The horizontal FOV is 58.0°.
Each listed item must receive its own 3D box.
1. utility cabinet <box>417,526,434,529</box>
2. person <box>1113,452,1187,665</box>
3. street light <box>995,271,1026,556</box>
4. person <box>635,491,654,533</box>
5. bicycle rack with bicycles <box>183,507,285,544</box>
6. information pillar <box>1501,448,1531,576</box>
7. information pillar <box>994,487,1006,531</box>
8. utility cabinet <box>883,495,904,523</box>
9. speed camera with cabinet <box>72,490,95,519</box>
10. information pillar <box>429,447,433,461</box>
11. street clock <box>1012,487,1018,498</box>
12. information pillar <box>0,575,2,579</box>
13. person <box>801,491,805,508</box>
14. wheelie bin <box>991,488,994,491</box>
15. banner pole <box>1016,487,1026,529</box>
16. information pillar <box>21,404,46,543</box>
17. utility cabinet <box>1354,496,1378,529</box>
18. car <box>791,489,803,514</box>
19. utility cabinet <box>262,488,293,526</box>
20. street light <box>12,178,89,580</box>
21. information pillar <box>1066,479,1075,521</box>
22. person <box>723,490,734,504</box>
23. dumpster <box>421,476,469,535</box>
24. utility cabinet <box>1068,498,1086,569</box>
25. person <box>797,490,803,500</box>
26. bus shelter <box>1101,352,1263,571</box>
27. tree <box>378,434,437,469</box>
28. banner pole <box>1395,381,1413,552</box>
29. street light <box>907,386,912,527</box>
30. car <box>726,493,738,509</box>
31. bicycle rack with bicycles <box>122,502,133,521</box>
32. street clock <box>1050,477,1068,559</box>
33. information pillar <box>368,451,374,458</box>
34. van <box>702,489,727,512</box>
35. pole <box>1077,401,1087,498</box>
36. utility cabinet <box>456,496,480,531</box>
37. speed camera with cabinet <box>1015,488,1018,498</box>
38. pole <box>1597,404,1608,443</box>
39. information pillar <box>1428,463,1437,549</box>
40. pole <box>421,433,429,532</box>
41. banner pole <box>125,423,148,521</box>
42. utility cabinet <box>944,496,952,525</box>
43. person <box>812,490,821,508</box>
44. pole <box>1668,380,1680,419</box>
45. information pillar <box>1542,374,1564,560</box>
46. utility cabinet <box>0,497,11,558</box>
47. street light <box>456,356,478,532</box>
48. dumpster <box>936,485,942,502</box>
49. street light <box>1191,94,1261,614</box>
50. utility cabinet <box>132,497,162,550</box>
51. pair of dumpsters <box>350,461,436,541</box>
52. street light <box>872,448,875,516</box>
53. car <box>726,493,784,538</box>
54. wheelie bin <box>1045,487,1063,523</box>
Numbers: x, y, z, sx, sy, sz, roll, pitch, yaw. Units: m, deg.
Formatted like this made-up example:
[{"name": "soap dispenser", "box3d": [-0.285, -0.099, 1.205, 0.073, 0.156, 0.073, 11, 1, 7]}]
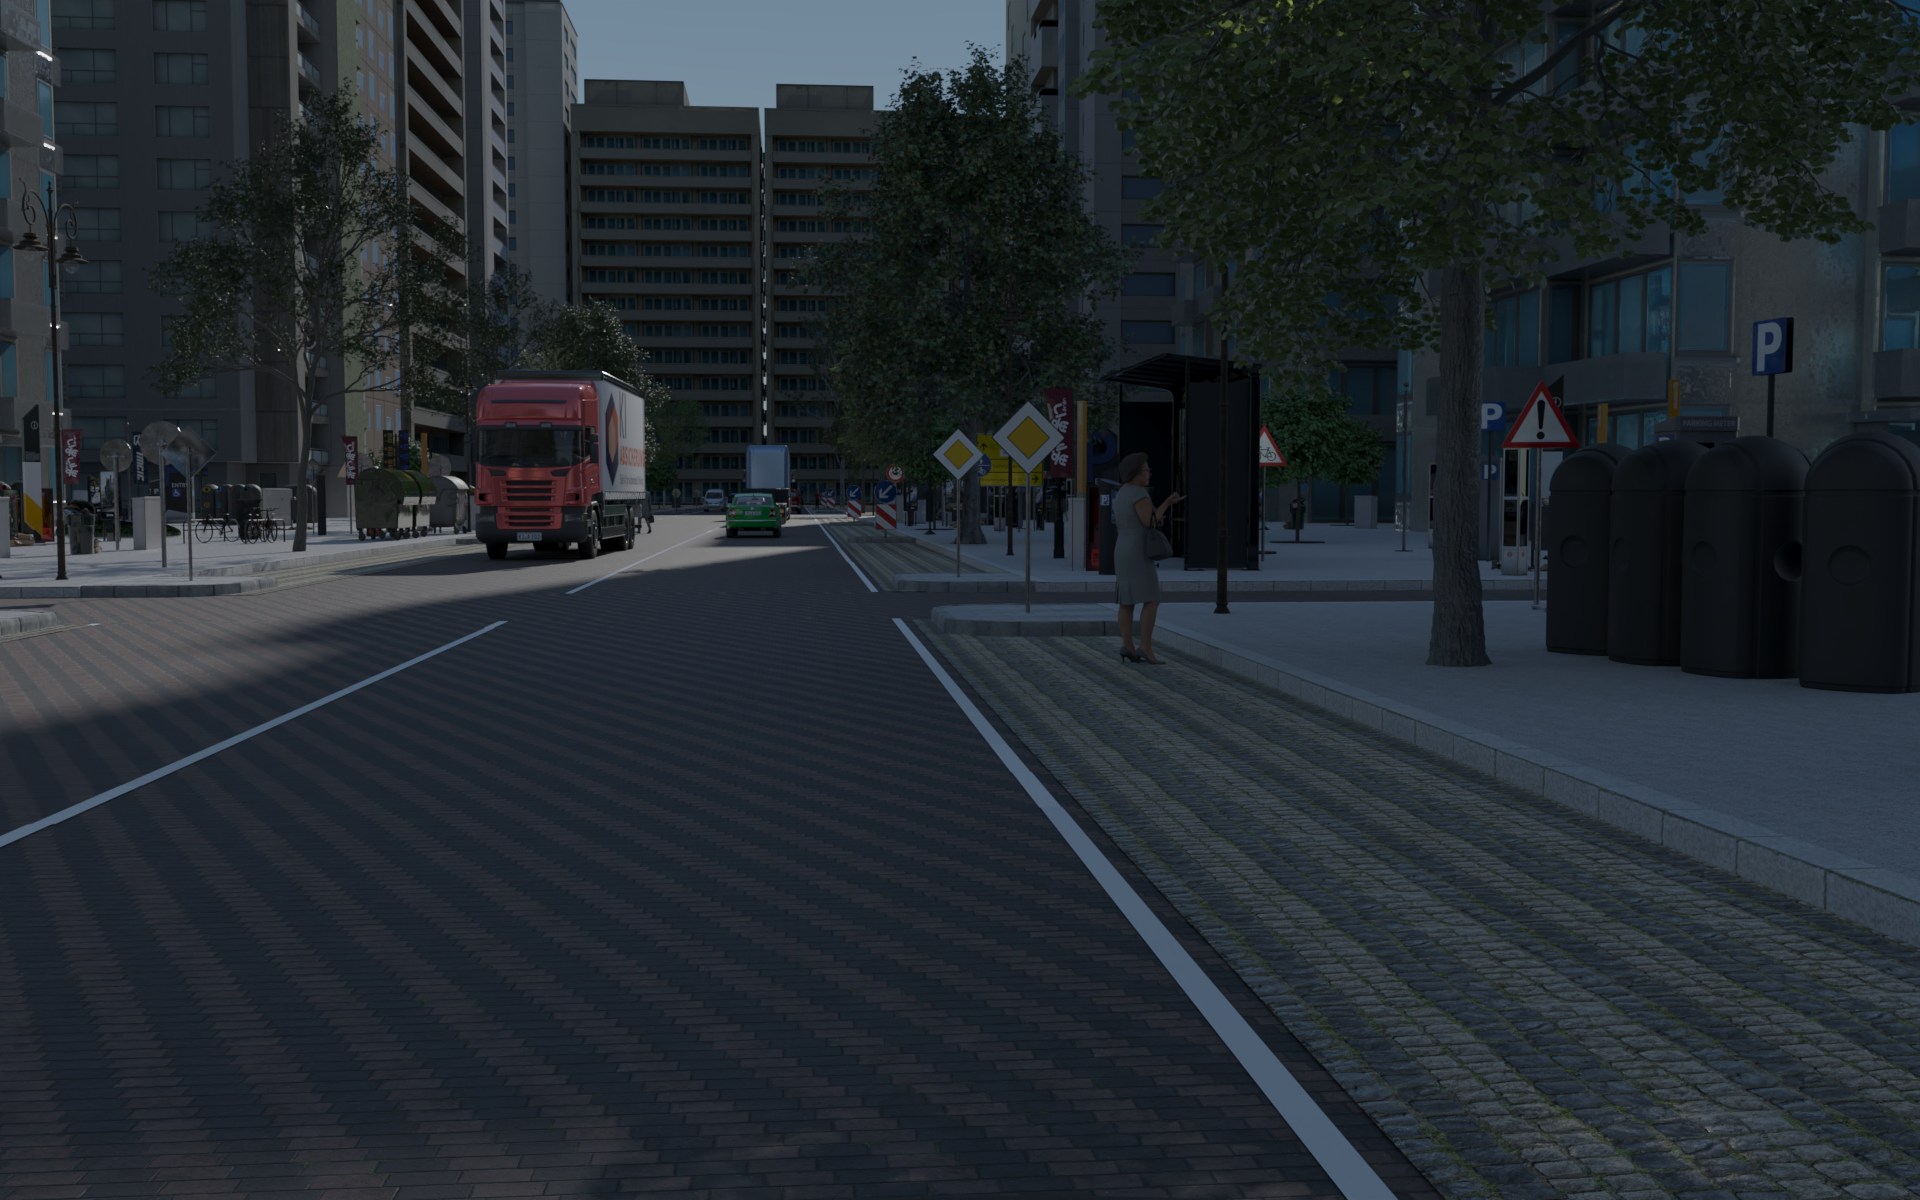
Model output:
[{"name": "utility cabinet", "box3d": [-19.299, -3.108, 61.983, 1.020, 1.237, 0.306, 0, 4, -2]}, {"name": "person", "box3d": [1.597, -0.347, 14.535, 0.532, 1.782, 0.716, -1, 4, -19]}, {"name": "street light", "box3d": [1.047, -3.867, 36.017, 0.468, 5.910, 1.993, 0, 4, -5]}, {"name": "person", "box3d": [-11.515, -3.325, 62.960, 0.694, 1.812, 0.767, -3, 5, -39]}, {"name": "bicycle rack with bicycles", "box3d": [-18.913, -1.975, 45.670, 2.852, 0.926, 2.925, 1, 4, 12]}, {"name": "information pillar", "box3d": [8.756, -1.395, 27.297, 0.304, 2.012, 0.304, -3, 5, -41]}, {"name": "information pillar", "box3d": [1.377, -3.400, 60.075, 0.304, 2.012, 0.304, 2, 4, 34]}, {"name": "utility cabinet", "box3d": [-2.879, -4.029, 77.038, 1.020, 1.237, 0.306, 1, 4, 9]}, {"name": "speed camera with cabinet", "box3d": [-38.237, -4.903, 74.507, 2.038, 3.252, 0.660, -2, 4, -28]}, {"name": "information pillar", "box3d": [-26.342, -5.807, 86.305, 0.183, 3.616, 0.504, -2, 4, -26]}, {"name": "street clock", "box3d": [2.363, -4.361, 75.880, 0.358, 2.002, 0.471, -1, 4, -9]}, {"name": "information pillar", "box3d": [-14.739, -2.138, 26.305, 0.183, 3.616, 0.504, -2, 4, -34]}, {"name": "person", "box3d": [-16.199, -10.258, 176.900, 0.721, 1.739, 1.217, 3, 4, 37]}, {"name": "wheelie bin", "box3d": [1.946, -5.397, 96.149, 0.980, 1.594, 0.693, -2, 4, -23]}, {"name": "banner pole", "box3d": [2.361, -4.502, 63.632, 0.401, 3.779, 0.863, 2, 4, 30]}, {"name": "information pillar", "box3d": [-24.070, -3.277, 44.940, 0.183, 3.616, 0.504, 1, 4, 22]}, {"name": "utility cabinet", "box3d": [15.045, -3.243, 64.184, 0.306, 1.237, 1.020, -2, 4, -24]}, {"name": "car", "box3d": [-12.563, -7.168, 125.874, 2.281, 1.827, 5.304, 0, 4, -5]}, {"name": "utility cabinet", "box3d": [-26.924, -3.651, 68.378, 0.318, 1.500, 1.173, 2, 4, 29]}, {"name": "street light", "box3d": [-13.445, -3.239, 25.753, 0.468, 5.910, 1.993, 0, 4, -5]}, {"name": "information pillar", "box3d": [5.326, -4.816, 83.241, 0.304, 2.012, 0.304, 3, 5, 42]}, {"name": "person", "box3d": [-17.777, -7.625, 133.890, 1.217, 1.735, 0.721, -2, 4, -27]}, {"name": "dumpster", "box3d": [-16.443, -3.023, 55.178, 1.264, 1.857, 1.865, 0, 4, -5]}, {"name": "utility cabinet", "box3d": [2.168, -1.169, 30.281, 0.306, 1.237, 1.020, -1, 4, -12]}, {"name": "person", "box3d": [-12.595, -7.802, 136.591, 0.721, 1.766, 1.217, 1, 4, 12]}, {"name": "bus shelter", "box3d": [3.977, -2.487, 31.953, 1.731, 3.624, 6.357, 0, 4, -5]}, {"name": "tree", "box3d": [-28.834, -6.505, 90.073, 4.285, 4.588, 4.351, 0, 3, 0]}, {"name": "banner pole", "box3d": [9.956, -2.985, 38.816, 0.401, 3.779, 0.863, 1, 4, 10]}, {"name": "street light", "box3d": [-1.992, -5.843, 68.318, 0.468, 5.910, 1.993, 0, 4, -5]}, {"name": "car", "box3d": [-22.436, -9.966, 172.538, 1.945, 1.707, 3.694, 0, 4, -6]}, {"name": "bicycle rack with bicycles", "box3d": [-38.873, -4.174, 81.632, 2.925, 0.926, 2.852, 0, 4, 1]}, {"name": "street clock", "box3d": [1.976, -1.831, 34.509, 0.358, 2.002, 0.471, 1, 4, 16]}, {"name": "information pillar", "box3d": [-32.125, -6.297, 94.303, 0.504, 3.616, 0.183, -1, 4, -10]}, {"name": "van", "box3d": [-19.871, -8.159, 140.409, 2.013, 2.044, 4.112, 0, 4, -4]}, {"name": "pole", "box3d": [2.669, -2.700, 37.983, 0.158, 3.312, 0.155, 0, 3, 0]}, {"name": "utility cabinet", "box3d": [-17.404, -3.065, 61.268, 0.306, 1.237, 1.020, 2, 4, 35]}, {"name": "speed camera with cabinet", "box3d": [3.860, -6.087, 93.864, 2.038, 3.252, 0.660, 3, 5, 43]}, {"name": "pole", "box3d": [14.490, -2.770, 39.141, 0.158, 3.312, 0.155, 0, 3, 0]}, {"name": "information pillar", "box3d": [11.231, -2.216, 40.718, 0.304, 2.012, 0.304, -3, 4, -39]}, {"name": "pole", "box3d": [-17.892, -3.919, 57.911, 0.158, 3.312, 0.155, 0, 3, 0]}, {"name": "banner pole", "box3d": [-28.966, -4.333, 60.859, 0.863, 3.779, 0.401, -2, 4, -32]}, {"name": "utility cabinet", "box3d": [-0.510, -3.671, 71.190, 0.306, 1.237, 1.020, 0, 4, -5]}, {"name": "person", "box3d": [-13.270, -9.343, 161.201, 1.348, 1.831, 0.705, -3, 5, -40]}, {"name": "pole", "box3d": [12.730, -2.270, 30.954, 0.158, 3.312, 0.155, 0, 3, 0]}, {"name": "information pillar", "box3d": [11.545, -2.601, 33.883, 0.504, 3.616, 0.183, 1, 4, 12]}, {"name": "utility cabinet", "box3d": [-19.283, -1.417, 34.324, 0.306, 1.237, 1.020, 0, 4, 5]}, {"name": "street light", "box3d": [-16.499, -5.215, 58.053, 0.468, 5.910, 1.993, 0, 4, -5]}, {"name": "dumpster", "box3d": [-0.860, -5.707, 99.072, 1.264, 1.857, 1.865, 0, 4, -6]}, {"name": "street light", "box3d": [2.819, -2.794, 18.464, 0.468, 5.910, 1.993, 0, 4, -5]}, {"name": "utility cabinet", "box3d": [-18.851, -1.773, 40.157, 0.306, 1.237, 1.020, 0, 4, -5]}, {"name": "pair of dumpsters", "box3d": [-16.179, -2.873, 49.459, 1.574, 2.255, 4.437, 0, 4, -5]}, {"name": "street light", "box3d": [-5.071, -7.856, 101.234, 0.468, 5.910, 1.993, 0, 4, -5]}, {"name": "car", "box3d": [-6.916, -3.028, 58.309, 1.959, 1.807, 4.718, 0, 4, -5]}, {"name": "wheelie bin", "box3d": [4.191, -4.272, 77.756, 0.980, 1.594, 0.693, 3, 5, 43]}]
